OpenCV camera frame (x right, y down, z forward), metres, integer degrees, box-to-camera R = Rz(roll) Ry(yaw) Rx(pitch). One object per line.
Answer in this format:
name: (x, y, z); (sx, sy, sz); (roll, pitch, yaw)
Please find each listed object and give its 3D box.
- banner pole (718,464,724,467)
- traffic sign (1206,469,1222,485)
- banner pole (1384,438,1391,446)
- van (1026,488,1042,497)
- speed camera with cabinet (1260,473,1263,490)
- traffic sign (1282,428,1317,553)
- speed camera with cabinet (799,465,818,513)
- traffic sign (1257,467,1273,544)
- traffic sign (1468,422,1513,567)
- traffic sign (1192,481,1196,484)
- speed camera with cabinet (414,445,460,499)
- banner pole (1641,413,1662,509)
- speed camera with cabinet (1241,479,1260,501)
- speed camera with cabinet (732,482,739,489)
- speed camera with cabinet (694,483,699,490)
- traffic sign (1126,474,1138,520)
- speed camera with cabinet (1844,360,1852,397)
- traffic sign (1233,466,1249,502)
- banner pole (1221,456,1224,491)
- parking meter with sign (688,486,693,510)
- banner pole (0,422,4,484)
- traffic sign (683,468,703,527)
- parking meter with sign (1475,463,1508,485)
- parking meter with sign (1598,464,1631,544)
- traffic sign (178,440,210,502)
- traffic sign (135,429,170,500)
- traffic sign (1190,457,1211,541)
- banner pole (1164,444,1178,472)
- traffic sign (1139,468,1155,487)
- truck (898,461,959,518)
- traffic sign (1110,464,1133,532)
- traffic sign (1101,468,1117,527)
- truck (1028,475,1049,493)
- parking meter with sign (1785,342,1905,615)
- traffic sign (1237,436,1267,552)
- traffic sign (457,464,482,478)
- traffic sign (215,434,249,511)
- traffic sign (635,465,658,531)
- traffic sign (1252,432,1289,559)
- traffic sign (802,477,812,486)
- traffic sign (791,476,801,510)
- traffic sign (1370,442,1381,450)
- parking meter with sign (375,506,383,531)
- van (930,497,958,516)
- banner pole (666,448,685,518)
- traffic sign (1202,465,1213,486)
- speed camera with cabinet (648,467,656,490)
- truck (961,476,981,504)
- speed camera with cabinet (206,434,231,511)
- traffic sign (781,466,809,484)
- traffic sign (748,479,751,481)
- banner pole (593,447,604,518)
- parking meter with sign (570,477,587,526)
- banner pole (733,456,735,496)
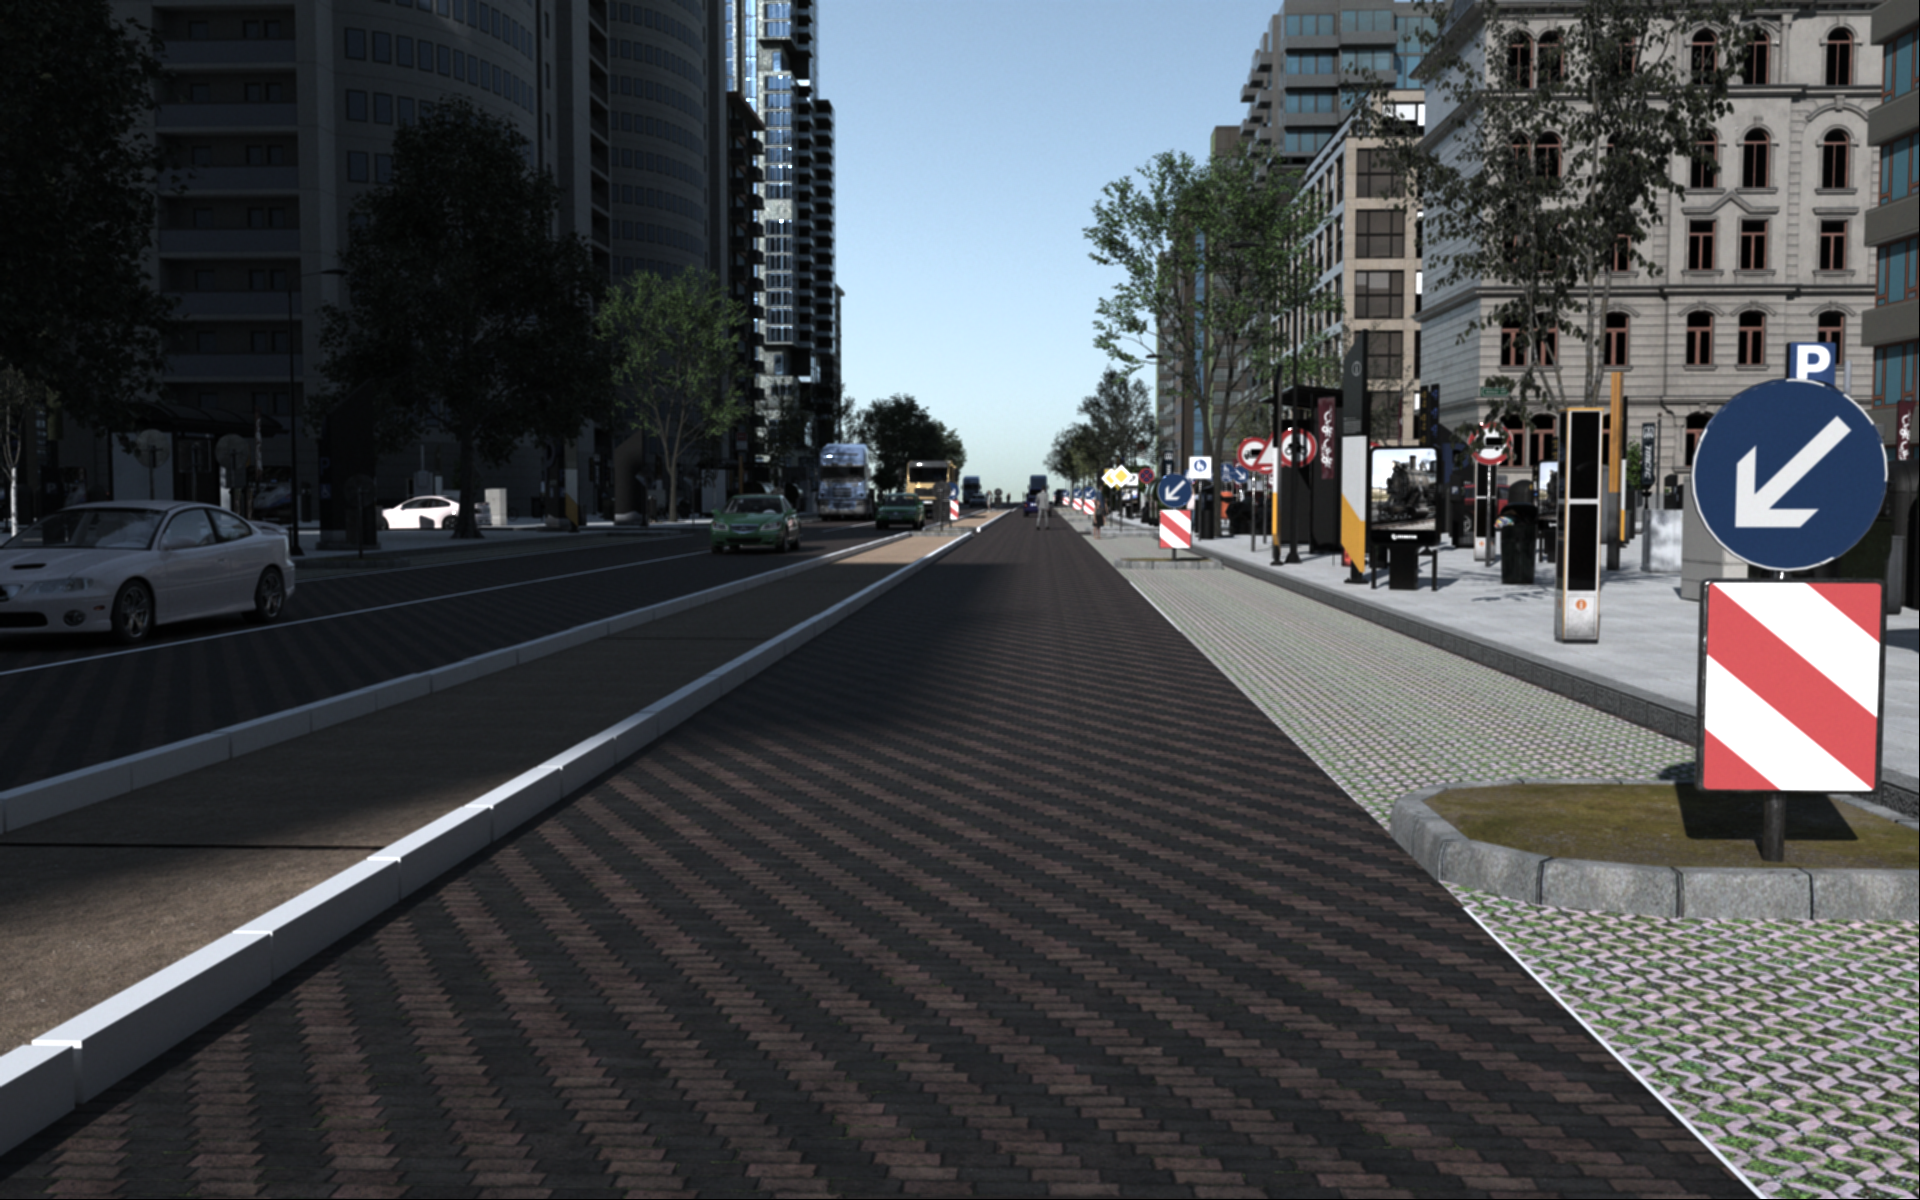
banner pole: (-17.098, -8.273, 125.284); (0.863, 3.779, 0.401); (-1, 4, -8)
traffic sign: (10.163, -4.265, 69.832); (0.768, 2.556, 0.104); (0, 4, 4)
banner pole: (19.232, -5.382, 78.010); (0.401, 3.779, 0.863); (3, 4, 36)
van: (8.286, -11.176, 187.109); (2.240, 2.365, 5.245); (0, 4, 2)
speed camera with cabinet: (20.534, -7.732, 120.754); (0.660, 3.252, 2.038); (-1, 4, -10)
traffic sign: (6.442, -2.026, 33.226); (0.768, 2.556, 0.104); (1, 4, 11)
speed camera with cabinet: (-10.237, -7.499, 116.942); (0.660, 3.252, 2.038); (1, 4, 16)
traffic sign: (7.880, -2.727, 44.692); (0.768, 2.556, 0.104); (0, 4, 4)
traffic sign: (9.308, -1.857, 30.468); (0.768, 2.556, 0.104); (1, 4, 12)
traffic sign: (12.206, -5.622, 92.020); (0.768, 2.556, 0.104); (0, 4, 4)
speed camera with cabinet: (-21.005, -4.635, 70.123); (2.038, 3.252, 0.660); (-1, 4, -10)
banner pole: (21.355, -3.880, 53.448); (0.401, 3.779, 0.863); (-2, 4, -29)
speed camera with cabinet: (17.179, -6.720, 104.206); (0.660, 3.252, 2.038); (-1, 4, -13)
speed camera with cabinet: (-16.997, -8.312, 130.240); (0.660, 3.252, 2.038); (1, 4, 9)
speed camera with cabinet: (-20.505, -8.940, 140.500); (2.038, 3.252, 0.660); (-2, 4, -27)
traffic sign: (8.488, -5.099, 85.501); (0.606, 2.300, 0.079); (0, 4, 5)
speed camera with cabinet: (12.650, -1.952, 26.253); (0.660, 3.252, 2.038); (-2, 4, -30)
traffic sign: (12.904, -4.869, 79.719); (0.768, 2.556, 0.104); (0, 4, 4)
banner pole: (17.100, -7.547, 113.405); (0.401, 3.779, 0.863); (3, 5, 43)
parking meter with sign: (-21.892, -8.924, 142.169); (0.543, 3.016, 1.738); (0, 4, 7)
banner pole: (-29.486, -3.835, 52.713); (0.401, 3.779, 0.863); (2, 4, 32)
traffic sign: (-10.367, -3.893, 67.296); (0.795, 2.450, 0.064); (0, 4, 3)
parking meter with sign: (21.284, -4.419, 68.512); (1.738, 3.016, 0.543); (1, 4, 11)
parking meter with sign: (16.277, -2.945, 44.404); (1.738, 3.016, 0.543); (0, 4, -4)
traffic sign: (-14.482, -1.874, 32.774); (0.606, 2.300, 0.079); (0, 4, 4)
traffic sign: (-15.805, -2.065, 33.876); (0.768, 2.556, 0.104); (0, 4, 8)
traffic sign: (6.569, -2.770, 47.416); (0.606, 2.300, 0.079); (0, 4, 4)
banner pole: (10.700, -5.964, 87.536); (0.863, 3.779, 0.401); (1, 4, 17)
traffic sign: (9.061, -5.139, 84.127); (0.768, 2.556, 0.104); (1, 4, 11)
truck: (-1.624, -6.504, 102.256); (3.469, 3.379, 9.791); (0, 4, 3)
traffic sign: (5.446, -3.359, 58.563); (0.795, 2.450, 0.064); (0, 4, 3)
traffic sign: (5.810, -3.847, 66.540); (0.795, 2.450, 0.064); (0, 4, 3)
truck: (10.959, -15.418, 241.850); (2.967, 4.110, 18.799); (0, 4, 3)
parking meter with sign: (9.810, -1.400, 19.148); (0.543, 3.016, 1.738); (0, 4, -3)
traffic sign: (6.521, -2.344, 38.437); (0.768, 2.556, 0.104); (0, 4, 6)
traffic sign: (-16.475, -3.557, 58.162); (0.884, 2.594, 0.081); (0, 4, 5)
traffic sign: (-15.415, -2.237, 36.677); (0.768, 2.556, 0.104); (0, 4, 6)
traffic sign: (-10.731, -3.405, 59.319); (0.795, 2.450, 0.064); (0, 4, 3)
traffic sign: (6.197, -2.087, 34.119); (0.884, 2.594, 0.081); (1, 4, 10)
traffic sign: (-11.193, -7.740, 126.656); (0.768, 2.556, 0.104); (0, 4, 8)
traffic sign: (-11.528, -7.433, 121.630); (0.768, 2.556, 0.104); (1, 4, 9)
traffic sign: (9.949, -2.568, 42.096); (0.768, 2.556, 0.104); (0, 4, 7)
parking meter with sign: (-20.874, -3.892, 59.892); (0.543, 3.016, 1.738); (3, 5, 42)
van: (-1.101, -6.596, 114.850); (2.013, 2.044, 4.112); (0, 4, 2)
banner pole: (-15.656, -6.396, 94.587); (0.863, 3.779, 0.401); (-2, 4, -33)
traffic sign: (8.273, -3.604, 59.034); (0.768, 2.556, 0.104); (0, 4, 8)
speed camera with cabinet: (-23.096, -8.149, 127.574); (0.660, 3.252, 2.038); (3, 5, 44)
truck: (2.175, -16.814, 264.670); (2.967, 4.110, 18.799); (0, 4, 4)
speed camera with cabinet: (-23.320, -3.681, 54.520); (0.660, 3.252, 2.038); (-2, 4, -33)
traffic sign: (-12.191, -8.157, 127.243); (2.265, 3.308, 0.079); (1, 4, 9)
traffic sign: (-14.539, -7.261, 120.844); (0.606, 2.300, 0.079); (1, 4, 12)
banner pole: (-19.117, -6.233, 91.923); (0.401, 3.779, 0.863); (3, 5, 42)
parking meter with sign: (-15.611, -4.463, 69.223); (0.543, 3.016, 1.738); (2, 4, 24)
banner pole: (-14.973, -7.623, 114.655); (0.401, 3.779, 0.863); (0, 4, 2)
